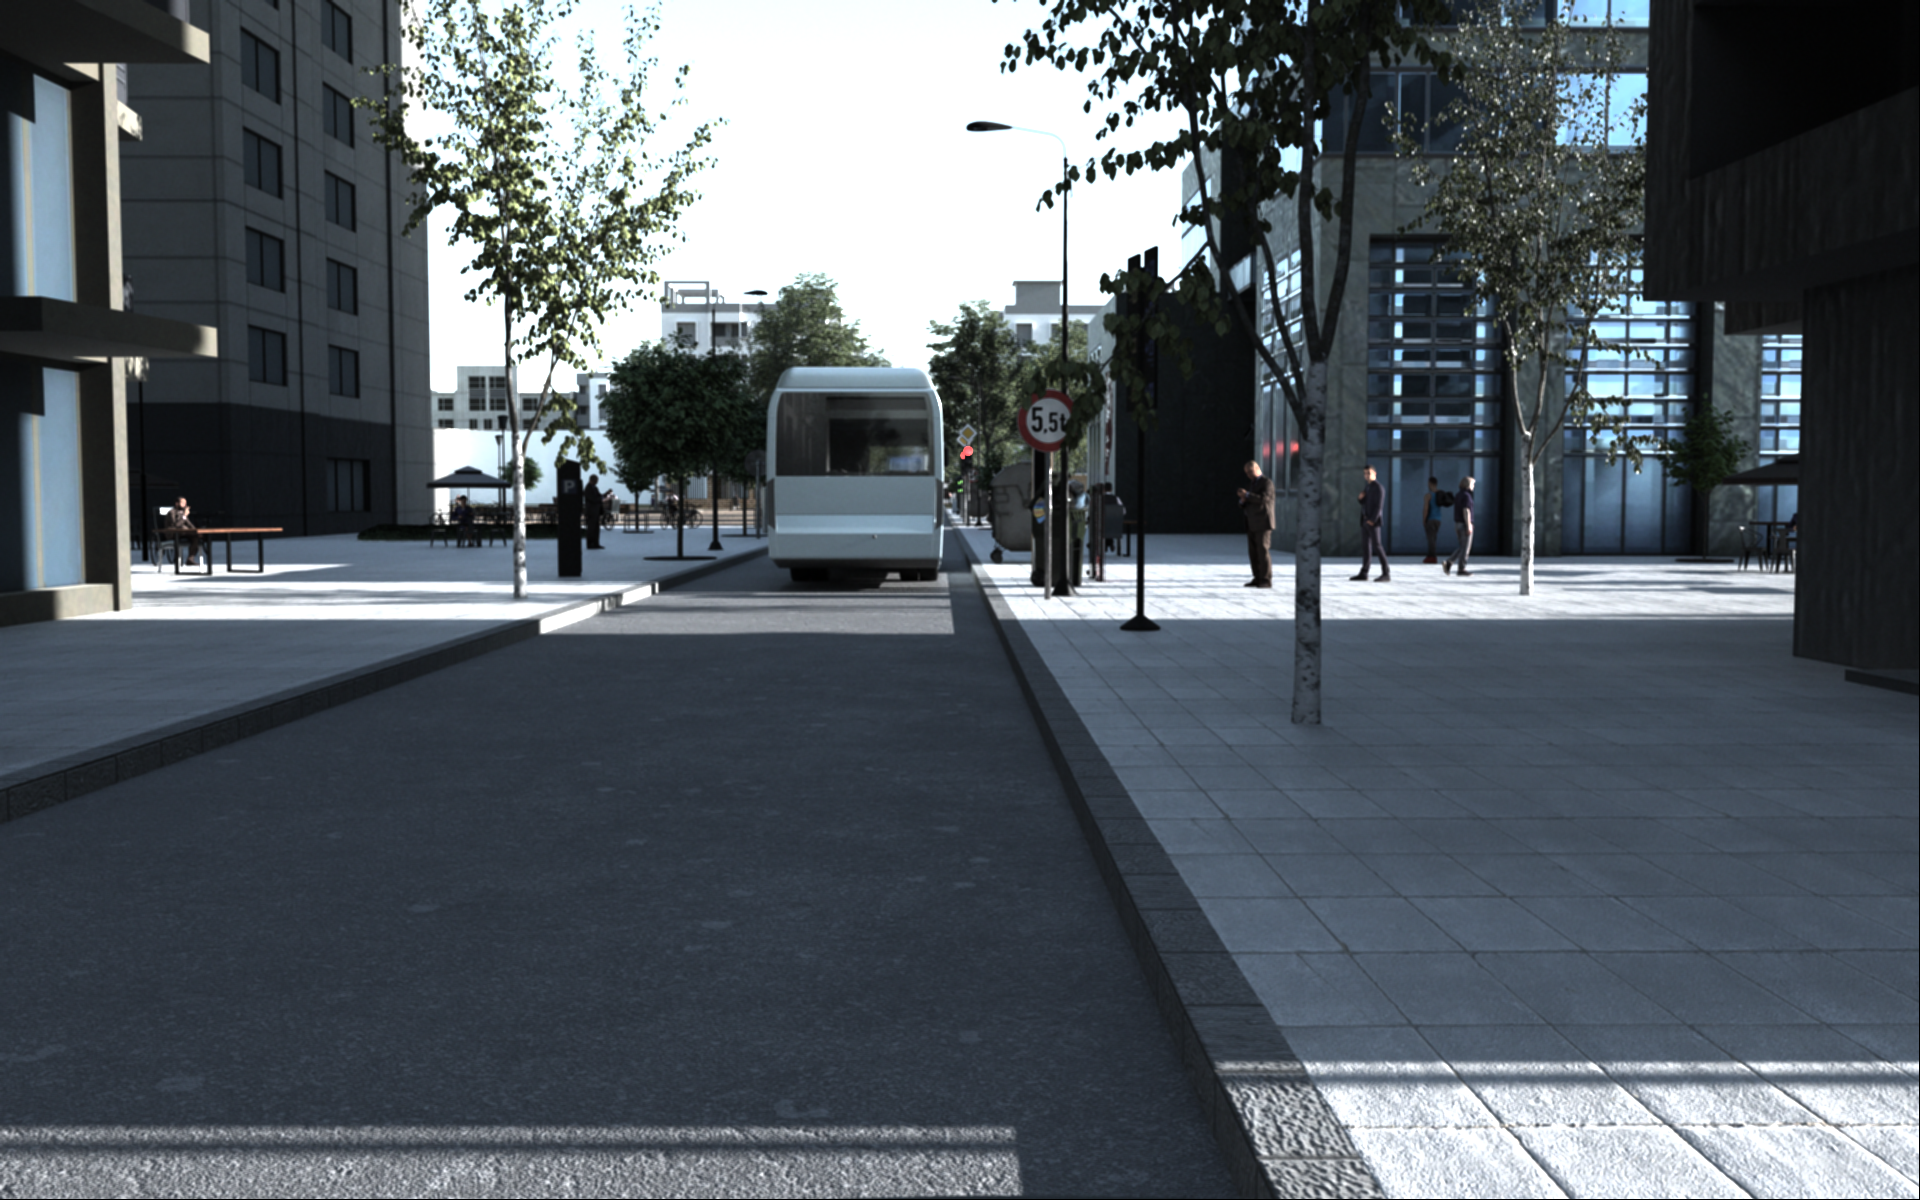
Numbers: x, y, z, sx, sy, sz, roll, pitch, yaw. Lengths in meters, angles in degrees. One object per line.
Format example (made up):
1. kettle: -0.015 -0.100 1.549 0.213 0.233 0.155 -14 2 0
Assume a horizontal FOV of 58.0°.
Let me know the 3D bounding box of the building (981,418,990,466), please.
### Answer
1. building: 7.187 -14.480 178.889 9.099 9.664 28.070 0 4 -1

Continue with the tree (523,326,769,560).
1. tree: -5.557 -3.072 33.933 4.285 4.588 4.351 0 3 0

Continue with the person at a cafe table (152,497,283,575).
1. person at a cafe table: -12.272 -1.052 28.057 1.726 1.238 1.698 2 4 25

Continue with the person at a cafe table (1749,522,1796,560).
1. person at a cafe table: 16.606 -1.397 33.707 1.698 1.238 1.726 0 4 -1

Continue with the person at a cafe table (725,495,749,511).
1. person at a cafe table: -17.062 -7.432 132.375 1.698 1.238 1.726 0 4 1

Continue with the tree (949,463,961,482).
1. tree: 0.684 -10.666 158.096 4.285 4.588 4.351 0 3 0

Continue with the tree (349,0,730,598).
1. tree: -5.196 -4.328 21.132 4.737 8.622 4.395 0 3 0

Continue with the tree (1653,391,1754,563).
1. tree: 13.965 -2.333 32.743 1.663 3.219 1.824 0 3 0

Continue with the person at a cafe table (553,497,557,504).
1. person at a cafe table: -32.464 -8.004 141.720 1.726 1.238 1.698 1 4 19

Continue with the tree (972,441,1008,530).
1. tree: 1.283 -4.173 62.827 1.663 3.219 1.824 0 3 0

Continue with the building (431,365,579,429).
1. building: -69.095 -23.213 245.982 31.486 18.905 16.747 0 4 -1

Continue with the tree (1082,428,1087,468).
1. tree: 13.806 -13.668 140.480 9.611 12.733 9.660 0 3 0

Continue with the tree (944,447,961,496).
1. tree: -0.582 -15.389 201.966 4.360 8.622 3.978 0 3 0

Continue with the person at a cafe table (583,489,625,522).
1. person at a cafe table: -16.233 -4.351 79.654 1.698 1.524 1.622 -3 5 -44

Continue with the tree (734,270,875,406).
1. tree: -7.856 -10.408 88.292 7.486 12.596 7.792 0 3 0

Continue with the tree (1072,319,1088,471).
1. tree: 6.941 -11.854 111.939 7.486 12.596 7.792 0 3 0

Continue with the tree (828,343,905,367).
1. tree: -7.793 -14.595 145.284 9.857 13.997 8.962 0 3 0

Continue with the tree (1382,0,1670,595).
1. tree: 7.199 -4.354 21.546 4.360 8.622 3.978 0 3 0

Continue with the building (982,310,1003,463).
1. building: 16.480 -22.326 209.004 27.936 21.610 32.646 0 4 -1

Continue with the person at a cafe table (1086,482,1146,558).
1. person at a cafe table: 2.938 -1.645 35.407 1.698 1.524 1.622 -1 4 -11

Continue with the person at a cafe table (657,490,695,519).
1. person at a cafe table: -15.037 -5.041 90.933 1.698 1.524 1.622 -2 4 -33

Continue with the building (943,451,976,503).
1. building: -4.751 -18.413 243.197 28.070 9.664 9.099 0 4 -1

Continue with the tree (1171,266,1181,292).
1. tree: 13.428 -10.898 84.831 9.857 13.997 8.962 0 3 0

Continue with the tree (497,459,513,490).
1. tree: -32.592 -8.886 128.995 4.285 4.588 4.351 0 3 0

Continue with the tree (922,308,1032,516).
1. tree: 1.227 -9.354 87.345 7.601 10.594 8.767 0 4 5

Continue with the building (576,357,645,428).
1. building: -47.659 -23.822 245.901 11.380 20.091 16.016 0 4 -1

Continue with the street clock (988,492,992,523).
1. street clock: 1.407 -4.375 76.106 0.358 2.002 0.471 2 4 35

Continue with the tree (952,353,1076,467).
1. tree: 5.993 -12.117 123.873 9.928 11.665 9.643 0 3 0

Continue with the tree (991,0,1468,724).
1. tree: 1.830 -3.627 9.669 4.737 8.622 4.395 0 3 0

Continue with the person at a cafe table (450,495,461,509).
1. person at a cafe table: -44.029 -8.562 150.850 1.698 1.238 1.726 2 4 33

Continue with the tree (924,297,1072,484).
1. tree: 0.889 -11.107 99.727 7.486 12.596 7.792 0 3 0

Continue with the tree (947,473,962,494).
1. tree: -0.060 -9.172 144.563 1.663 3.219 1.824 0 3 0

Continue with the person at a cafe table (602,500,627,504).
1. person at a cafe table: -26.945 -7.552 134.330 1.726 1.238 1.698 0 4 8

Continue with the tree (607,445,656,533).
1. tree: -10.582 -3.833 57.275 1.663 3.219 1.824 0 3 0

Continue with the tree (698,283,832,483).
1. tree: -6.555 -6.695 59.827 4.360 8.622 3.978 0 3 0

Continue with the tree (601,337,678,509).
1. tree: -22.497 -12.700 125.778 7.486 12.596 7.792 0 3 0

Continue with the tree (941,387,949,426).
1. tree: 0.938 -12.820 135.367 9.928 11.665 9.643 0 3 0

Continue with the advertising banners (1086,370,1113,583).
1. advertising banners: 2.050 -1.788 25.428 0.090 3.025 2.074 0 4 -4

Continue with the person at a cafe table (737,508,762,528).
1. person at a cafe table: -7.438 -3.529 66.207 1.622 1.524 1.698 1 4 17

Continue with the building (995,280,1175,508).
1. building: 11.209 -18.502 158.932 16.016 20.091 11.380 0 4 -1
